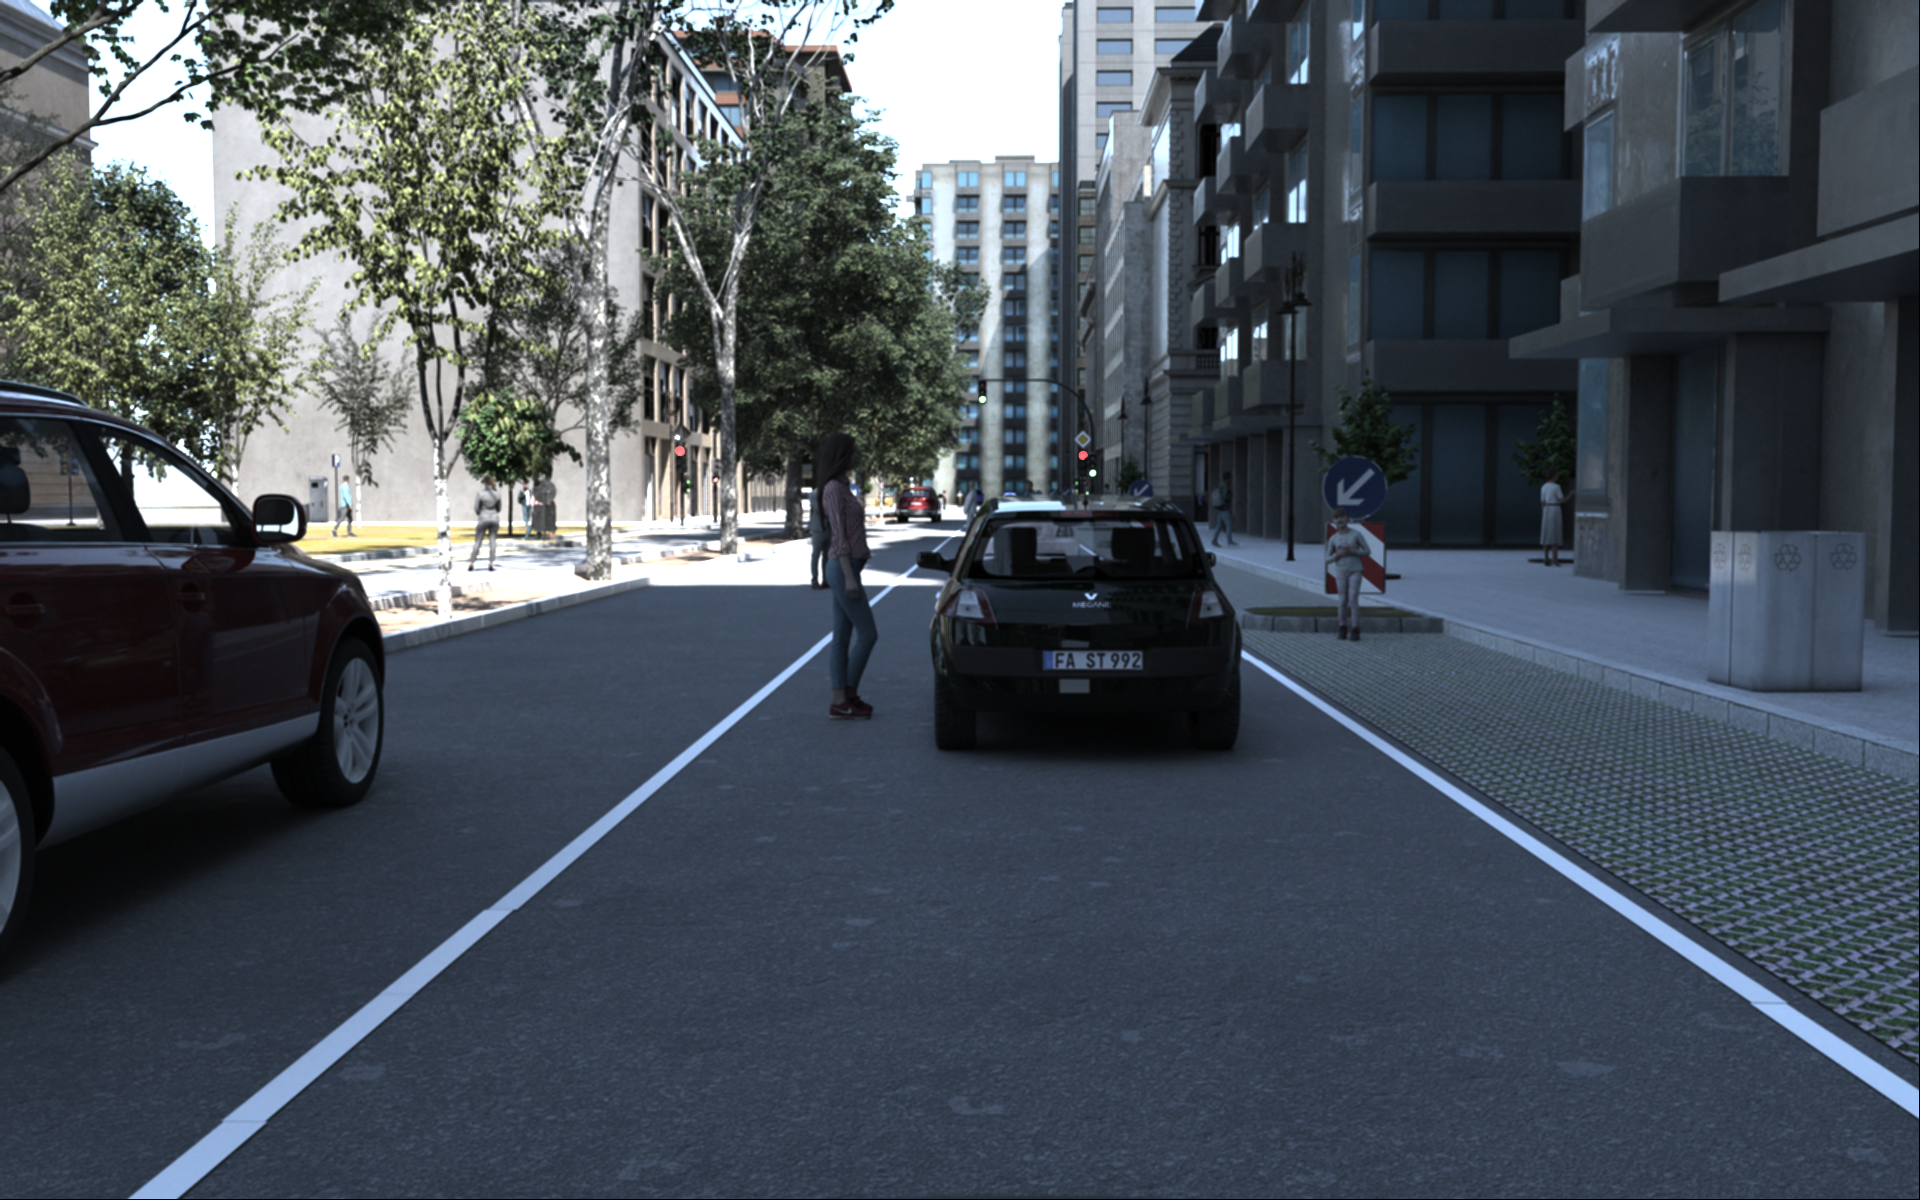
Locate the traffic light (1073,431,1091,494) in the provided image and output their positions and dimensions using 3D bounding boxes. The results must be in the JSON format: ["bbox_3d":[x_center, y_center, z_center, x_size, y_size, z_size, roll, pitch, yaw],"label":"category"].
[{"bbox_3d":[5.404,-5.356,76.496,0.839,4.253,0.868,0,4,1],"label":"traffic light"}]

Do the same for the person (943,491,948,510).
[{"bbox_3d":[-1.308,-8.900,154.720,0.721,1.736,1.217,-1,4,-20],"label":"person"}]

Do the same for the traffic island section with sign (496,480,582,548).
[{"bbox_3d":[-11.331,-2.337,46.844,1.989,1.847,2.006,0,4,1],"label":"traffic island section with sign"}]

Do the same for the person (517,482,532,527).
[{"bbox_3d":[-17.124,-3.792,68.393,0.721,1.781,0.623,2,4,33],"label":"person"}]

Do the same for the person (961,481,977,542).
[{"bbox_3d":[0.410,-2.686,52.298,0.818,1.842,0.514,0,4,-8],"label":"person"}]

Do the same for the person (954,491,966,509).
[{"bbox_3d":[0.005,-9.689,167.639,1.217,1.736,0.721,0,4,-4],"label":"person"}]

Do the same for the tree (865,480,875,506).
[{"bbox_3d":[-10.499,-12.007,190.912,1.663,3.219,1.824,0,3,0],"label":"tree"}]

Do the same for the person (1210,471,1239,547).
[{"bbox_3d":[6.363,-2.173,41.554,0.713,1.824,0.794,1,4,13],"label":"person"}]

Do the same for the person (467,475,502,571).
[{"bbox_3d":[-8.826,-1.429,32.137,0.573,1.790,0.520,3,5,40],"label":"person"}]

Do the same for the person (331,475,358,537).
[{"bbox_3d":[-18.432,-2.807,51.807,0.748,1.841,0.638,-1,4,-12],"label":"person"}]

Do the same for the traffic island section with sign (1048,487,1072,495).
[{"bbox_3d":[6.068,-5.663,101.213,1.989,1.847,2.006,0,4,1],"label":"traffic island section with sign"}]

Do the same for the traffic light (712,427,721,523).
[{"bbox_3d":[-8.759,-6.251,76.871,4.771,5.953,1.251,0,4,1],"label":"traffic light"}]

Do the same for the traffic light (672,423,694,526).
[{"bbox_3d":[-11.053,-4.892,68.906,0.839,4.253,0.868,0,4,1],"label":"traffic light"}]

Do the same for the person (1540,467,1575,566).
[{"bbox_3d":[10.607,-1.480,30.805,0.524,1.755,0.480,-2,4,-30],"label":"person"}]

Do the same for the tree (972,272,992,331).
[{"bbox_3d":[-4.402,-16.472,127.658,12.611,20.169,13.585,0,3,0],"label":"tree"}]

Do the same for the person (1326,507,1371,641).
[{"bbox_3d":[3.792,-0.253,16.914,0.425,1.301,0.394,0,4,7],"label":"person"}]

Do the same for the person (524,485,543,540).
[{"bbox_3d":[-11.971,-2.427,48.769,0.643,1.750,0.593,1,4,9],"label":"person"}]

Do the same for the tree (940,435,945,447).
[{"bbox_3d":[-3.156,-11.246,136.683,4.360,8.622,3.978,0,3,0],"label":"tree"}]

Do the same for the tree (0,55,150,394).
[{"bbox_3d":[-26.863,-8.290,45.906,12.009,13.543,11.850,0,3,0],"label":"tree"}]

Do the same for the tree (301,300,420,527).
[{"bbox_3d":[-22.998,-7.119,66.751,4.360,8.622,3.978,0,3,0],"label":"tree"}]

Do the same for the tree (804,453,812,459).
[{"bbox_3d":[-11.121,-11.737,142.264,4.737,8.622,4.395,0,3,0],"label":"tree"}]

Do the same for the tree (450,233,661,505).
[{"bbox_3d":[-14.042,-7.661,59.677,7.601,10.594,8.767,0,4,6],"label":"tree"}]

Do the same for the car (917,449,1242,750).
[{"bbox_3d":[0.709,-0.081,11.109,2.009,1.686,4.222,0,4,0],"label":"car"}]

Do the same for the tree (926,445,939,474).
[{"bbox_3d":[-3.630,-10.190,119.418,4.360,8.622,3.978,0,3,0],"label":"tree"}]

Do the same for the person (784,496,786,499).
[{"bbox_3d":[-12.098,-7.113,122.688,0.623,1.781,0.721,-2,4,-30],"label":"person"}]

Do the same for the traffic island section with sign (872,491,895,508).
[{"bbox_3d":[-7.995,-10.405,178.743,1.989,1.847,2.006,0,4,1],"label":"traffic island section with sign"}]

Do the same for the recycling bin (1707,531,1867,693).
[{"bbox_3d":[5.491,0.063,11.530,0.722,1.027,0.722,0,4,-3],"label":"recycling bin"}]

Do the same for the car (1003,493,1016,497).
[{"bbox_3d":[4.870,-9.782,169.525,1.945,1.707,3.694,0,4,0],"label":"car"}]

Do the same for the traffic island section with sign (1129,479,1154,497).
[{"bbox_3d":[4.681,-2.305,46.318,1.989,1.847,2.006,0,4,1],"label":"traffic island section with sign"}]

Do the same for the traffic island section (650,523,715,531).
[{"bbox_3d":[-11.093,-2.860,69.041,2.009,0.180,2.903,0,4,1],"label":"traffic island section"}]

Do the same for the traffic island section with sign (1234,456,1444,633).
[{"bbox_3d":[3.993,-0.615,18.680,1.989,1.847,2.006,0,4,1],"label":"traffic island section with sign"}]

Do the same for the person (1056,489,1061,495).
[{"bbox_3d":[10.135,-10.681,180.775,1.348,1.812,0.705,2,4,32],"label":"person"}]

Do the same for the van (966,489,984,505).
[{"bbox_3d":[1.947,-13.268,221.318,2.240,2.365,5.245,0,4,0],"label":"van"}]

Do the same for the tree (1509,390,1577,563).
[{"bbox_3d":[11.095,-2.319,32.520,1.663,3.219,1.824,0,3,0],"label":"tree"}]

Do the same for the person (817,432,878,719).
[{"bbox_3d":[-0.714,-0.152,11.001,0.388,1.821,0.555,-1,4,-14],"label":"person"}]

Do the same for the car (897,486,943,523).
[{"bbox_3d":[-2.067,-4.879,88.439,2.281,1.827,5.304,0,4,3],"label":"car"}]

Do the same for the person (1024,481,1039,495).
[{"bbox_3d":[1.930,-2.315,46.694,0.601,1.785,0.444,3,4,36],"label":"person"}]

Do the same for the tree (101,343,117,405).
[{"bbox_3d":[-33.455,-7.115,66.690,4.360,8.622,3.978,0,3,0],"label":"tree"}]

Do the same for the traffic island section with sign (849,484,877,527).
[{"bbox_3d":[-4.709,-4.183,76.524,2.006,1.907,1.989,0,4,1],"label":"traffic island section with sign"}]

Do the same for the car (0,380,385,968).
[{"bbox_3d":[-3.787,0.142,6.346,2.281,1.827,5.304,0,4,0],"label":"car"}]

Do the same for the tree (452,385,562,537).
[{"bbox_3d":[-13.644,-4.188,52.180,4.285,4.588,4.351,0,3,0],"label":"tree"}]

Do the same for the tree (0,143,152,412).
[{"bbox_3d":[-18.076,-5.256,36.297,4.737,8.622,4.395,0,3,0],"label":"tree"}]

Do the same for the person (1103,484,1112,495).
[{"bbox_3d":[7.499,-5.000,87.977,0.466,1.800,0.511,-1,4,-16],"label":"person"}]

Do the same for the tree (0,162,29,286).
[{"bbox_3d":[-17.180,-4.755,28.101,4.360,8.622,3.978,0,3,0],"label":"tree"}]

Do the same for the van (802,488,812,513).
[{"bbox_3d":[-9.876,-6.372,111.197,2.013,2.044,4.112,0,4,1],"label":"van"}]

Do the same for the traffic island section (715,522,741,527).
[{"bbox_3d":[-10.892,-3.348,77.024,2.009,0.180,2.903,0,4,1],"label":"traffic island section"}]

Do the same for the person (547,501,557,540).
[{"bbox_3d":[-11.693,-2.214,49.375,0.373,1.253,0.362,3,4,37],"label":"person"}]

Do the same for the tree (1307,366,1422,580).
[{"bbox_3d":[6.067,-1.940,26.319,1.663,3.219,1.824,0,3,0],"label":"tree"}]

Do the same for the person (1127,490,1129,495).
[{"bbox_3d":[7.600,-4.277,76.364,0.661,1.777,0.834,-2,4,-25],"label":"person"}]

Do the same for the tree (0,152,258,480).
[{"bbox_3d":[-28.194,-8.639,58.258,9.611,12.733,9.660,0,3,0],"label":"tree"}]

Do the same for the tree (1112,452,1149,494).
[{"bbox_3d":[7.625,-5.130,78.482,1.663,3.219,1.824,0,3,0],"label":"tree"}]

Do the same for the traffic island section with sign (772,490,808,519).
[{"bbox_3d":[-9.936,-5.687,101.611,1.989,1.847,2.006,0,4,1],"label":"traffic island section with sign"}]

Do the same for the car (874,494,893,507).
[{"bbox_3d":[-8.074,-10.622,183.894,2.015,1.641,3.980,0,4,1],"label":"car"}]

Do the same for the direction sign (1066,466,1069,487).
[{"bbox_3d":[8.858,-9.194,142.323,0.379,3.537,0.876,-1,4,-9],"label":"direction sign"}]

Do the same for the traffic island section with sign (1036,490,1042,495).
[{"bbox_3d":[6.780,-7.368,129.090,1.989,1.847,2.006,0,4,1],"label":"traffic island section with sign"}]

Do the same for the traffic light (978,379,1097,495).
[{"bbox_3d":[3.110,-5.734,68.424,4.771,5.953,1.251,0,4,1],"label":"traffic light"}]

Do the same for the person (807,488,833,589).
[{"bbox_3d":[-2.016,-1.068,26.147,0.466,1.800,0.511,2,4,27],"label":"person"}]
